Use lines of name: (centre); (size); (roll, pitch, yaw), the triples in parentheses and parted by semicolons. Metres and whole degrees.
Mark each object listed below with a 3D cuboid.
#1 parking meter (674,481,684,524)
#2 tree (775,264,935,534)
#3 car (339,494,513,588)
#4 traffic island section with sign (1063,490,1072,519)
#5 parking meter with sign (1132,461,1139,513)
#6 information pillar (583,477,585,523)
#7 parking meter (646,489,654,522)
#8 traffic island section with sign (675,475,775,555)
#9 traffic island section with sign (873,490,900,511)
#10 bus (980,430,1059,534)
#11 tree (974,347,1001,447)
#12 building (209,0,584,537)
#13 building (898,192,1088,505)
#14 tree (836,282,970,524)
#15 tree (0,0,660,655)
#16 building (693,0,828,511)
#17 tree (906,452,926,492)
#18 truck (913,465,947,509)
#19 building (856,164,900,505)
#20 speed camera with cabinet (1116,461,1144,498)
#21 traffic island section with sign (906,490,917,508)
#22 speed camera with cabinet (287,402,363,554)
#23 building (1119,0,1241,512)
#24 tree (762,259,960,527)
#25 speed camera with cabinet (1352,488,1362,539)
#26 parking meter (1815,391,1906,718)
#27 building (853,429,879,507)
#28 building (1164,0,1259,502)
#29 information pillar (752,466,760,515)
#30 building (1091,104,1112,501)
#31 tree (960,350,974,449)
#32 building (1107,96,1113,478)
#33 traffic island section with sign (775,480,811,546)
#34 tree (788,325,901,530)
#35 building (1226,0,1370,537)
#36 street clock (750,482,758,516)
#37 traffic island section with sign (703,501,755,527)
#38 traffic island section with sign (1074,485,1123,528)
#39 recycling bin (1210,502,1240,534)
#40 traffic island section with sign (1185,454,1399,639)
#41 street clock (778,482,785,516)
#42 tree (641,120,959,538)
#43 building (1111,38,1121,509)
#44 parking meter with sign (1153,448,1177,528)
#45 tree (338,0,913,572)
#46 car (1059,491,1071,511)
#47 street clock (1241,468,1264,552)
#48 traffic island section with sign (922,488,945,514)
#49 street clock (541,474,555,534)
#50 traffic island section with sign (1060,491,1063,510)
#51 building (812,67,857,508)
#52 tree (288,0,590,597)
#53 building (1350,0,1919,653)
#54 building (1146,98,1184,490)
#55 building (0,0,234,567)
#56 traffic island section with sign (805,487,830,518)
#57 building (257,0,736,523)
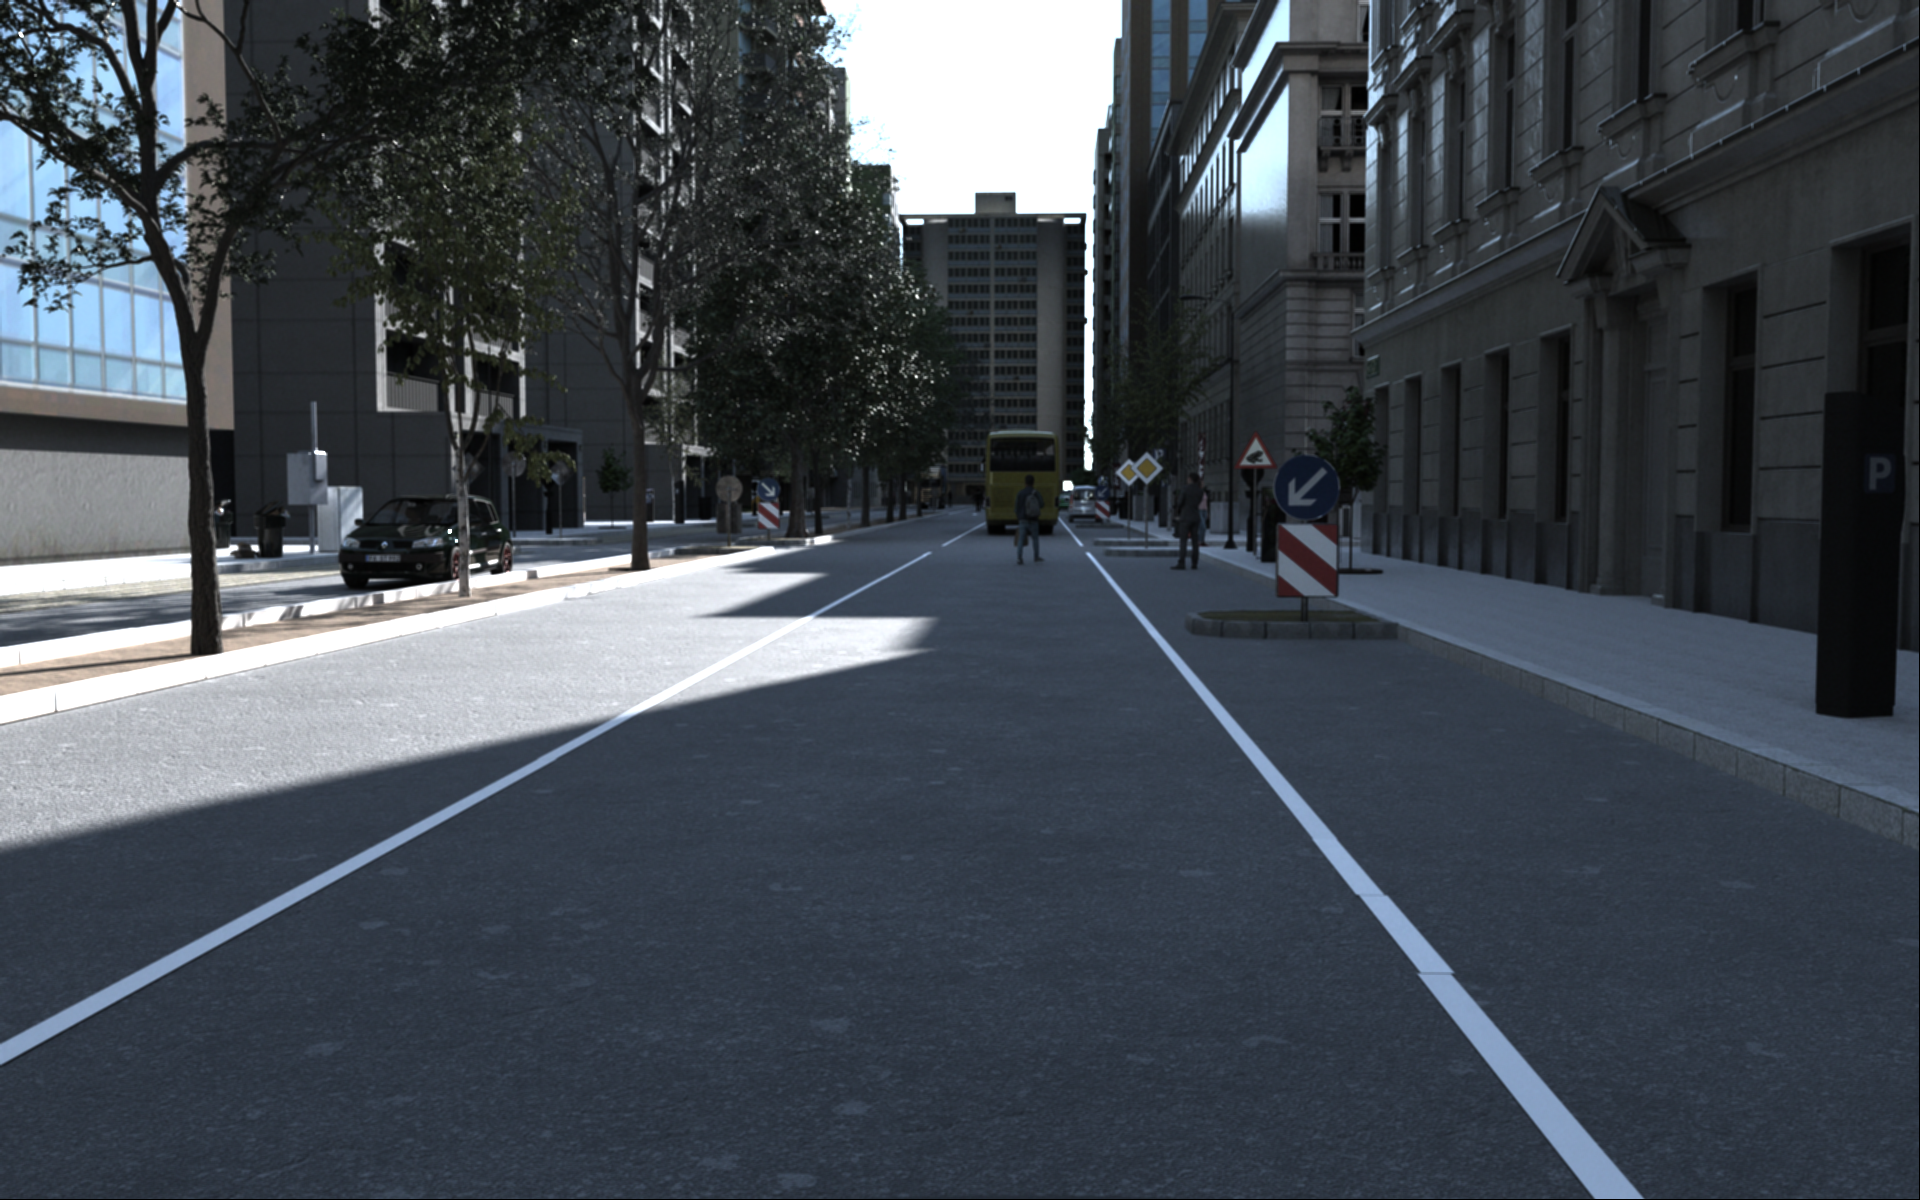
parking meter: (-12.109, -4.220, 74.713); (0.399, 1.863, 0.255); (3, 4, 38)
tree: (-4.949, -7.606, 61.225); (8.767, 10.594, 7.601); (0, 4, 3)
car: (-8.481, -1.096, 27.705); (2.009, 1.686, 4.222); (0, 4, 2)
traffic island section with sign: (7.165, -5.654, 101.067); (1.989, 1.847, 2.006); (0, 4, 3)
parking meter with sign: (9.428, -5.939, 93.370); (0.543, 3.016, 1.738); (1, 4, 8)
information pillar: (-16.748, -4.407, 76.551); (0.304, 2.012, 0.304); (0, 4, -2)
parking meter: (-14.232, -4.344, 79.430); (0.372, 1.533, 0.369); (0, 3, 0)
traffic island section with sign: (-5.653, -2.043, 41.548); (2.006, 1.907, 1.989); (0, 4, 3)
traffic island section with sign: (-6.487, -8.721, 151.209); (1.989, 1.847, 2.006); (0, 4, 3)
bus: (2.212, -4.511, 65.298); (2.896, 3.916, 12.252); (0, 4, 1)
tree: (-2.533, -11.938, 108.018); (12.009, 13.543, 11.850); (0, 3, 0)
building: (-24.778, -38.027, 59.990); (20.563, 71.187, 20.611); (0, 4, 3)
building: (4.541, -32.627, 225.331); (23.993, 40.220, 32.217); (0, 4, 3)
tree: (-3.307, -9.514, 83.768); (9.928, 11.665, 9.643); (0, 3, 0)
tree: (-6.674, -4.807, 15.470); (8.767, 10.594, 7.601); (0, 4, 3)
building: (-22.499, -29.646, 139.344); (22.147, 44.769, 28.867); (0, 4, 3)
tree: (-3.274, -8.997, 99.923); (4.360, 8.622, 3.978); (0, 3, 0)
truck: (-2.778, -10.922, 167.494); (2.839, 4.237, 11.283); (0, 4, 2)
building: (-14.865, -32.673, 217.790); (14.086, 41.232, 14.154); (0, 4, 3)
speed camera with cabinet: (10.214, -6.619, 102.558); (0.660, 3.252, 2.038); (-3, 5, -44)
traffic island section with sign: (-5.272, -10.368, 178.137); (1.989, 1.847, 2.006); (0, 4, 3)
speed camera with cabinet: (-13.862, -2.661, 37.837); (0.660, 3.252, 2.038); (1, 4, 12)
building: (19.313, -29.376, 130.403); (14.600, 45.320, 14.200); (0, 4, 3)
tree: (-4.160, -9.410, 74.439); (7.486, 12.596, 7.792); (0, 3, 0)
speed camera with cabinet: (11.350, -3.331, 48.792); (0.660, 3.252, 2.038); (1, 4, 17)
parking meter: (5.213, -0.264, 10.021); (0.399, 1.863, 0.255); (-1, 4, -18)
building: (-24.442, -20.830, 185.612); (28.899, 21.520, 27.650); (0, 4, 3)
building: (18.984, -15.310, 83.607); (16.112, 22.955, 30.059); (0, 4, 3)
information pillar: (-12.253, -6.878, 103.806); (0.504, 3.616, 0.183); (-1, 4, -14)
building: (27.437, -36.385, 218.592); (21.600, 48.544, 21.300); (0, 4, 3)
tree: (-3.145, -10.517, 92.531); (7.486, 12.596, 7.792); (0, 3, 0)
building: (27.003, -34.319, 180.728); (23.786, 49.044, 30.456); (0, 4, 3)
traffic island section with sign: (-5.307, -2.496, 48.947); (2.006, 1.907, 1.989); (0, 4, 3)
tree: (-4.403, -7.074, 68.484); (4.360, 8.622, 3.978); (0, 3, 0)
building: (21.352, -13.091, 55.837); (24.055, 21.916, 13.314); (0, 4, 3)
street clock: (-12.082, -5.952, 101.891); (0.358, 2.002, 0.471); (3, 5, 41)
traffic island section with sign: (-9.968, -4.063, 75.062); (1.989, 1.847, 2.006); (0, 4, 3)
traffic island section with sign: (5.898, -3.962, 73.402); (1.989, 1.847, 2.006); (0, 4, 3)
recycling bin: (8.551, -2.652, 55.922); (0.722, 1.027, 0.722); (-2, 4, -24)
traffic island section with sign: (3.388, -0.577, 18.066); (1.989, 1.847, 2.006); (0, 4, 3)
street clock: (-10.695, -6.038, 103.287); (0.471, 2.002, 0.358); (-3, 4, -38)
tree: (-4.949, -8.134, 52.461); (9.611, 12.733, 9.660); (0, 3, 0)
building: (20.879, -29.071, 158.905); (14.154, 41.232, 14.086); (0, 4, 3)
parking meter with sign: (8.094, -4.328, 67.029); (0.543, 3.016, 1.738); (2, 4, 32)
tree: (-5.944, -7.276, 31.783); (12.009, 13.543, 11.850); (0, 3, 0)
car: (9.001, -8.342, 145.195); (1.959, 1.807, 4.718); (0, 4, 3)
street clock: (6.509, -2.082, 38.609); (0.471, 2.002, 0.358); (-1, 4, -8)
traffic island section with sign: (-1.901, -7.087, 124.008); (2.006, 1.907, 1.989); (0, 4, 3)
street clock: (-13.128, -3.102, 55.284); (0.471, 2.002, 0.358); (-1, 4, -19)
traffic island section with sign: (10.671, -10.377, 178.289); (1.989, 1.847, 2.006); (0, 4, 3)
building: (-17.742, -29.217, 161.287); (14.154, 41.232, 14.086); (0, 4, 3)
tree: (-6.835, -4.323, 23.506); (4.737, 8.622, 4.395); (0, 3, 0)
building: (15.763, -14.634, 15.678); (17.030, 29.872, 44.131); (0, 4, 3)
building: (19.685, -19.414, 110.923); (14.314, 27.812, 24.014); (0, 4, 3)
building: (-23.532, -23.278, 30.708); (14.200, 45.320, 14.600); (0, 4, 3)
traffic island section with sign: (-8.719, -5.719, 102.131); (1.989, 1.847, 2.006); (0, 4, 3)
building: (-23.267, -40.062, 93.265); (20.563, 71.187, 20.611); (0, 4, 3)
